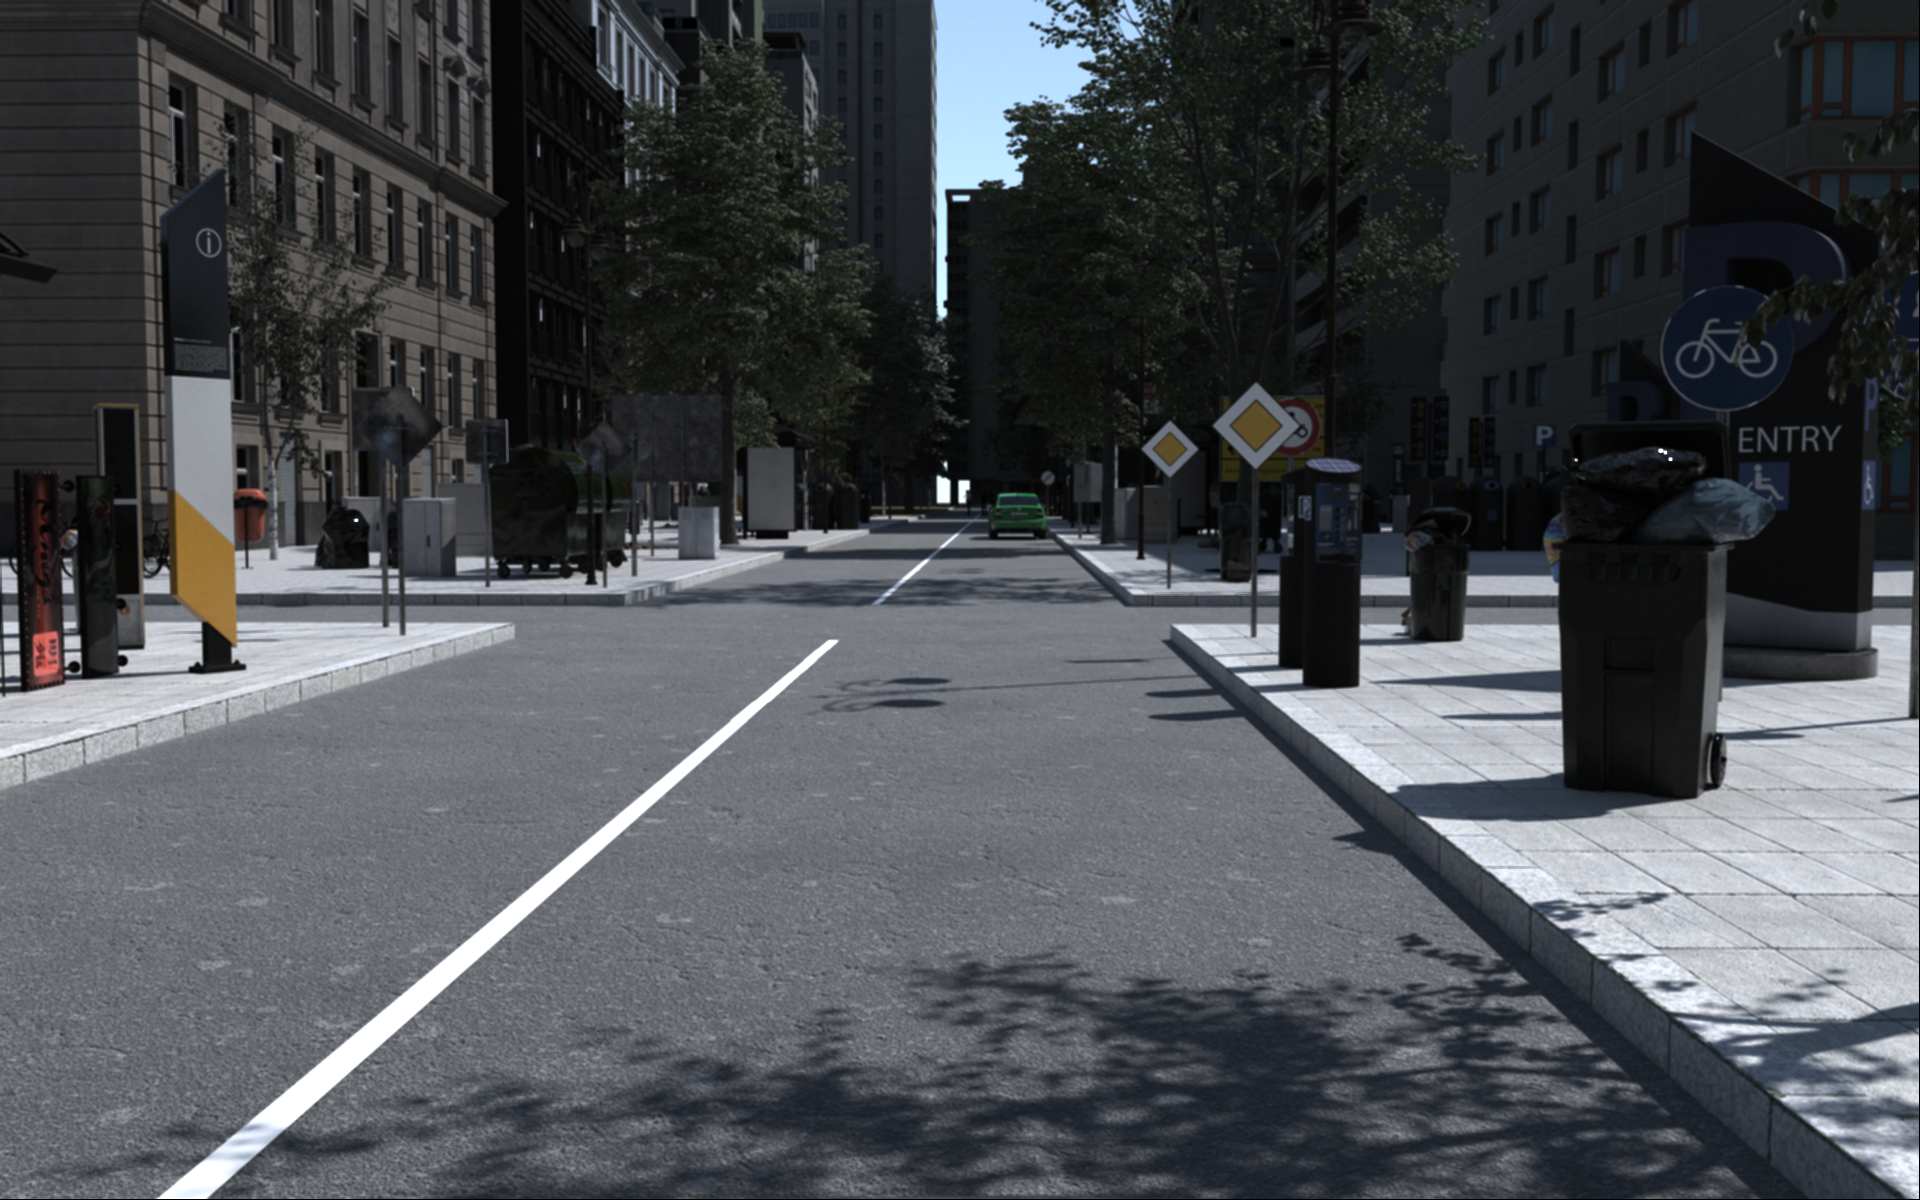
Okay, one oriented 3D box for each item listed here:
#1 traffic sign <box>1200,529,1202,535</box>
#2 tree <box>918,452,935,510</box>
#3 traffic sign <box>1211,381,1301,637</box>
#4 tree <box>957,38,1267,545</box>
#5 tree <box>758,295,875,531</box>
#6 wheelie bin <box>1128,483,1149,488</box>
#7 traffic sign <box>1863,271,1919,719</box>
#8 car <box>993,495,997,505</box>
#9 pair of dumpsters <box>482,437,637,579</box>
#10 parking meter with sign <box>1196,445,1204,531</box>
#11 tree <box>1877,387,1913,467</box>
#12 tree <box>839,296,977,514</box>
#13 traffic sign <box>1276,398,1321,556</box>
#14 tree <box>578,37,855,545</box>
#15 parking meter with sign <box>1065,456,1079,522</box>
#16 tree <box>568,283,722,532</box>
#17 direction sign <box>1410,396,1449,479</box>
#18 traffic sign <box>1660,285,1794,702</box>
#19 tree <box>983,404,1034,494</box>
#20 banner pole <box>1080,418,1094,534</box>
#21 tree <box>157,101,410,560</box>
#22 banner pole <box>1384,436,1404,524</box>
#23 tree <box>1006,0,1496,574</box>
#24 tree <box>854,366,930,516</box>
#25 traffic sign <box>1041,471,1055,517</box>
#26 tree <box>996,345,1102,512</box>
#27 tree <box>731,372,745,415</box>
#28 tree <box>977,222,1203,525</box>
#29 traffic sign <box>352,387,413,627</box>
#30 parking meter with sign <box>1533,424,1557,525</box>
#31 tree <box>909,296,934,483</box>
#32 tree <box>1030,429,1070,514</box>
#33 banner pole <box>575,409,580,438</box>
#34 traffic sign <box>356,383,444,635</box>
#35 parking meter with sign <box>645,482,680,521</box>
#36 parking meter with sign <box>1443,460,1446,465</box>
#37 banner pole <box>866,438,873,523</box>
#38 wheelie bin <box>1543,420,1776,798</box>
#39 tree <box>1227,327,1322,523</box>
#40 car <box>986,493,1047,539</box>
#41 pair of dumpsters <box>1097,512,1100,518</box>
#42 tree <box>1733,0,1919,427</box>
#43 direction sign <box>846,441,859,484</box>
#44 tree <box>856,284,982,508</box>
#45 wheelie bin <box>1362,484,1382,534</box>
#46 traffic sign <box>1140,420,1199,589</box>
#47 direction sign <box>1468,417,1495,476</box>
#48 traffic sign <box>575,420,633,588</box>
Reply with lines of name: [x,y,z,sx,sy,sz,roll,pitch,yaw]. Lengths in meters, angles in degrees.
traffic sign: [7.582,-3.328,54.415,0.884,2.594,0.081,0,4,2]
tree: [-3.288,-11.712,141.857,4.737,8.622,4.395,0,3,0]
traffic sign: [2.630,-0.723,15.463,0.795,2.450,0.064,0,4,1]
tree: [3.830,-7.655,43.287,7.486,12.596,7.792,0,3,0]
tree: [-5.299,-6.726,60.328,4.737,8.622,4.395,0,3,0]
wheelie bin: [5.220,-2.638,51.035,0.980,1.594,0.693,-1,4,-14]
traffic sign: [5.485,-0.596,9.852,0.768,2.556,0.104,0,4,7]
car: [3.349,-7.922,142.111,1.945,1.354,3.894,0,4,2]
pair of dumpsters: [-6.462,-1.571,28.187,1.574,2.255,4.437,0,4,1]
parking meter with sign: [8.377,-3.979,61.317,0.543,3.016,1.738,0,4,3]
tree: [13.032,-2.597,26.174,4.285,4.588,4.351,0,3,0]
tree: [-3.204,-12.464,110.448,9.857,13.997,8.962,0,3,0]
traffic sign: [4.402,-1.405,23.072,0.768,2.556,0.104,0,4,5]
tree: [-5.835,-7.652,43.240,7.486,12.596,7.792,0,3,0]
parking meter with sign: [5.277,-5.118,79.943,0.543,3.016,1.738,1,4,15]
tree: [-10.669,-6.599,58.259,4.360,8.622,3.978,0,3,0]
direction sign: [10.919,-2.956,40.329,0.876,3.537,0.379,2,4,32]
traffic sign: [4.678,-0.645,10.654,0.768,2.556,0.104,1,4,10]
tree: [7.168,-16.003,172.025,12.009,13.543,11.850,0,3,0]
banner pole: [4.019,-4.006,55.521,0.401,3.779,0.863,2,4,29]
tree: [-13.126,-5.086,33.516,4.360,8.622,3.978,0,3,0]
banner pole: [18.788,-5.191,74.884,0.863,3.779,0.401,2,4,27]
tree: [4.610,-6.247,27.893,9.928,11.665,9.643,0,3,0]
tree: [-4.157,-9.099,99.130,4.360,8.622,3.978,0,3,0]
traffic sign: [4.857,-5.848,95.721,0.768,2.556,0.104,0,4,8]
tree: [7.185,-13.444,126.462,9.857,13.997,8.962,0,3,0]
tree: [-11.397,-7.567,74.081,4.360,8.622,3.978,0,3,0]
tree: [5.514,-9.527,72.777,9.611,12.733,9.660,0,3,0]
traffic sign: [-5.534,-0.887,16.636,0.606,2.300,0.079,0,4,5]
parking meter with sign: [15.009,-2.937,44.279,0.543,3.016,1.738,2,4,25]
tree: [-4.461,-10.087,83.050,7.486,12.596,7.792,0,3,0]
tree: [6.008,-9.706,109.062,4.360,8.622,3.978,0,3,0]
banner pole: [-11.222,-3.728,50.964,0.401,3.779,0.863,-1,4,-14]
traffic sign: [-5.061,-0.736,15.677,0.795,2.450,0.064,0,4,1]
parking meter with sign: [-14.222,-5.279,82.566,1.738,3.016,0.543,-3,4,-37]
parking meter with sign: [20.631,-4.558,70.791,0.543,3.016,1.738,-3,5,-40]
banner pole: [-4.039,-5.349,77.467,0.401,3.779,0.863,1,4,20]
wheelie bin: [3.001,0.022,7.541,0.980,1.594,0.693,2,4,32]
tree: [13.847,-7.662,75.641,4.737,8.622,4.395,0,3,0]
car: [1.829,-2.896,56.143,1.959,1.807,4.718,0,4,0]
pair of dumpsters: [8.125,-5.633,94.600,1.574,2.255,4.437,0,4,1]
tree: [3.417,-3.315,4.557,4.360,8.622,3.978,0,3,0]
direction sign: [-4.602,-5.040,74.406,0.379,3.537,0.876,2,4,32]
tree: [-3.825,-18.548,159.145,12.611,20.169,13.585,0,3,0]
wheelie bin: [13.328,-2.976,56.558,0.693,1.594,0.980,3,4,37]
traffic sign: [2.832,-1.211,23.445,0.795,2.450,0.064,0,4,1]
direction sign: [15.409,-3.622,51.222,0.379,3.537,0.876,-3,4,-38]
traffic sign: [-4.859,-1.224,23.660,0.795,2.450,0.064,0,4,1]
